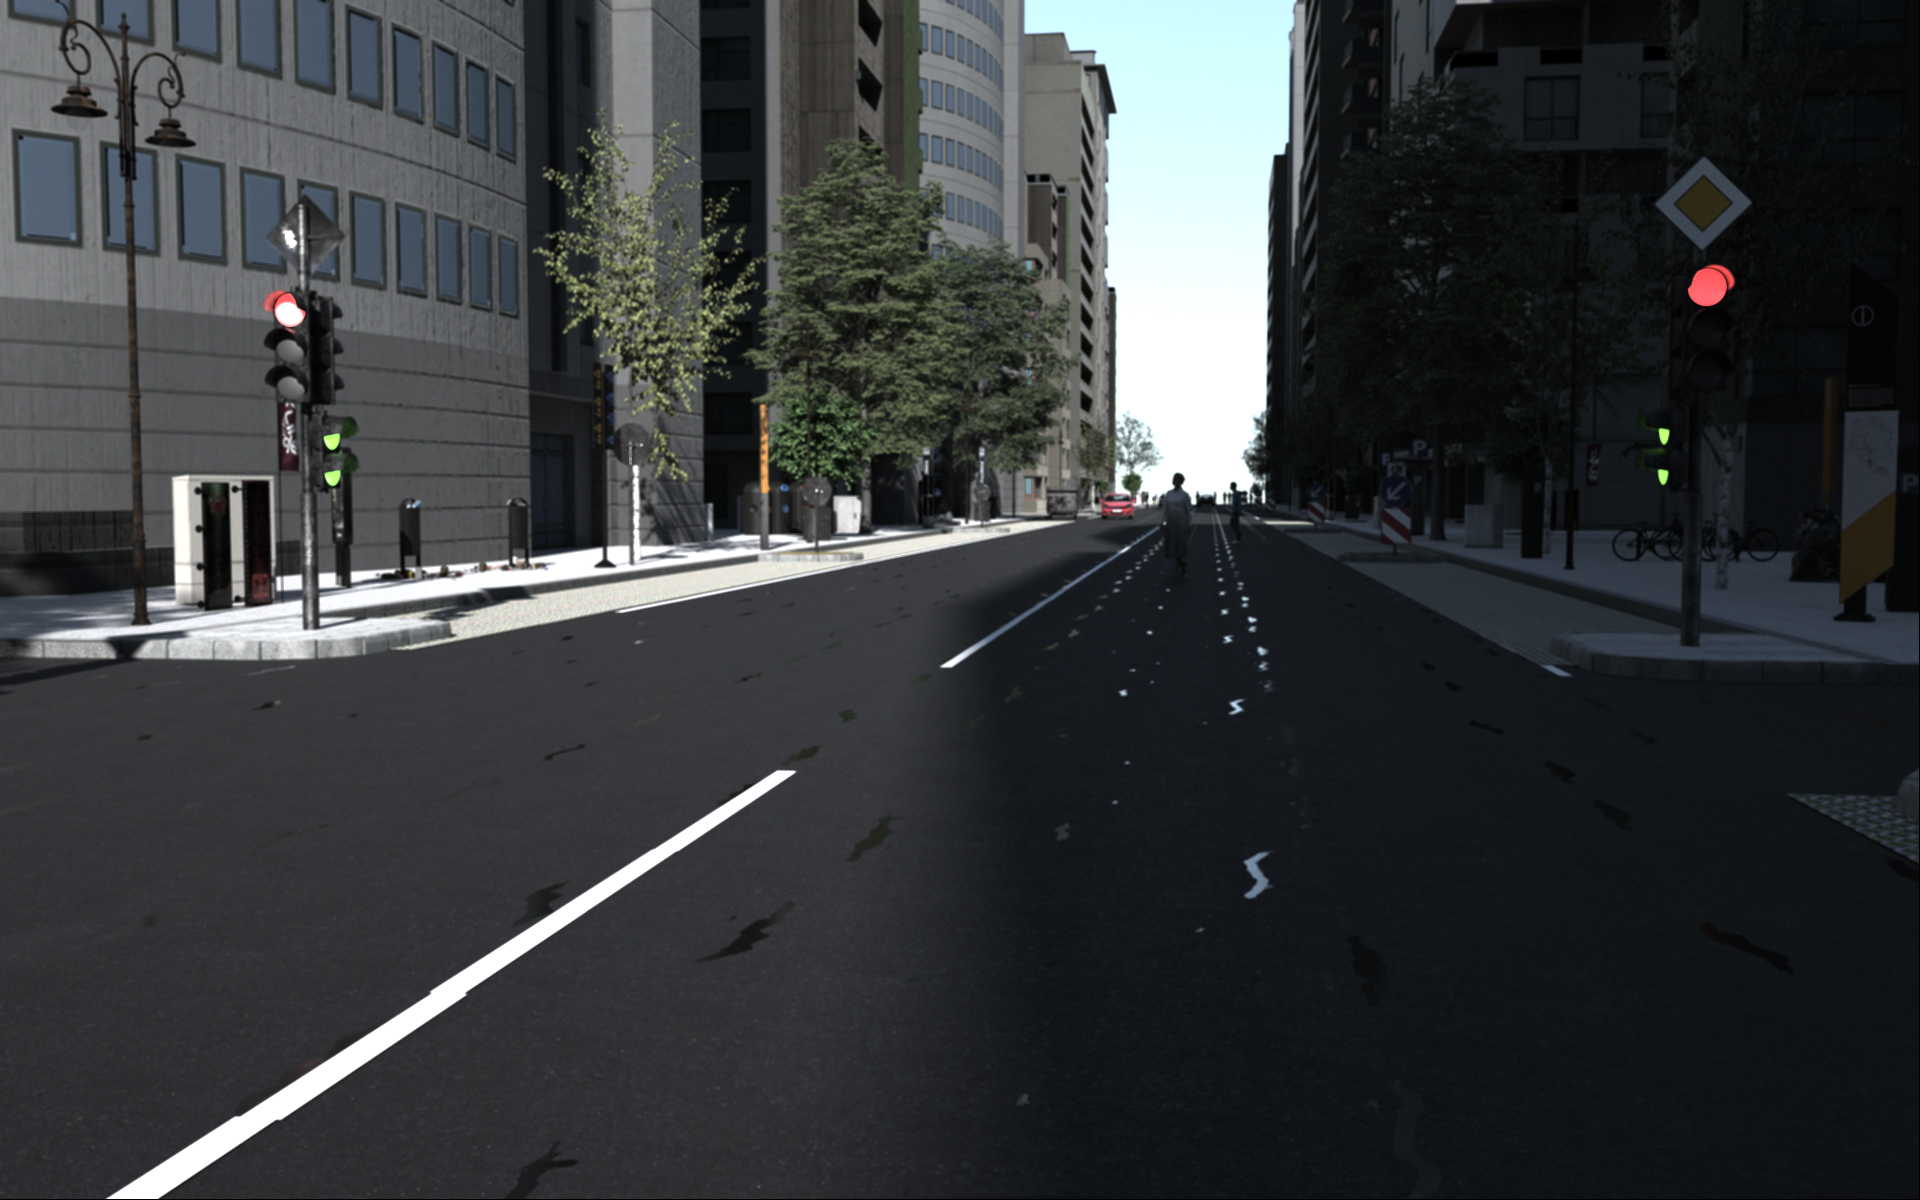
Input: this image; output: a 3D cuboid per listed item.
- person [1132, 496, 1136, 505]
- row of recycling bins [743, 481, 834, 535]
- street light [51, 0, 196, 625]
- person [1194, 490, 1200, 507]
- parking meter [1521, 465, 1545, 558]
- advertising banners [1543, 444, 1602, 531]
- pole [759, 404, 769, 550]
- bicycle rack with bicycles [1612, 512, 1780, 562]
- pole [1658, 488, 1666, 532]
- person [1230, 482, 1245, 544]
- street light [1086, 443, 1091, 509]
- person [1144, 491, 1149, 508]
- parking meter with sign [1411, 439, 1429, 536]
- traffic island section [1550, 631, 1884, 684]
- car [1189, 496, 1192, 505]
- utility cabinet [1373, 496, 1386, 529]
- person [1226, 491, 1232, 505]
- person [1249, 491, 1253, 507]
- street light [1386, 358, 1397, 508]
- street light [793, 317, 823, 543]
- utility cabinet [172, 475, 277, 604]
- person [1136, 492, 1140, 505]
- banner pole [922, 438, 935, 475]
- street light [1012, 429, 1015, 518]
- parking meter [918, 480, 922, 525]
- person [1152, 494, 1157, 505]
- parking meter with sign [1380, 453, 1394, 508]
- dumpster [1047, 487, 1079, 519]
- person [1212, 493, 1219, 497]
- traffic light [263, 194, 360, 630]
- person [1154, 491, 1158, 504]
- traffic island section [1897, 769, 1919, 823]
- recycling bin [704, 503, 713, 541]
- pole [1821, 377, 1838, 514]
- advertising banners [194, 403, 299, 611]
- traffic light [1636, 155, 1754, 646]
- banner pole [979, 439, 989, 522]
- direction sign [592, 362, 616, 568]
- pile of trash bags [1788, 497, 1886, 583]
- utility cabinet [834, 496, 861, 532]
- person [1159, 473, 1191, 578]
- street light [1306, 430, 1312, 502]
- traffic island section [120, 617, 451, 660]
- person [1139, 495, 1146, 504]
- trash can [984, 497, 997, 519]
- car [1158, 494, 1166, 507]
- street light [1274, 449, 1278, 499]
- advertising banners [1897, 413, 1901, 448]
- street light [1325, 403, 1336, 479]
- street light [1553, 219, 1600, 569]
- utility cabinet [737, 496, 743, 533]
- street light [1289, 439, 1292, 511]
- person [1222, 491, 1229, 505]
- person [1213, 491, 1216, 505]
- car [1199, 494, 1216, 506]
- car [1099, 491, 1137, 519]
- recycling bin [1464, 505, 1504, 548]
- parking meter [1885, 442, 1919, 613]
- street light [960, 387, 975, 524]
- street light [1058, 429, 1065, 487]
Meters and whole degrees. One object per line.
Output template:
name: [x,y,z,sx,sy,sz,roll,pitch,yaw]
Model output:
person: [20.474,-11.905,203.818,0.551,1.740,0.621,-3,4,-38]
row of recycling bins: [-5.504,-2.955,55.424,1.069,1.692,3.534,3,5,42]
street light: [-8.032,-2.693,16.812,0.468,5.910,1.993,1,4,8]
person: [25.884,-11.037,188.939,0.705,1.826,1.348,2,4,35]
parking meter: [11.451,-1.768,34.614,0.399,1.863,0.255,-2,4,-29]
advertising banners: [21.236,-3.913,60.170,2.074,3.025,0.090,0,4,1]
pole: [-4.470,-2.793,39.515,0.158,3.312,0.155,0,3,0]
bicycle rack with bicycles: [14.258,-1.232,33.533,2.925,0.926,2.852,2,4,24]
pole: [23.915,-3.982,58.944,0.158,3.312,0.155,0,3,0]
person: [7.997,-2.517,49.992,0.444,1.785,0.601,1,4,9]
street light: [11.093,-10.853,150.236,0.468,5.910,1.993,1,4,8]
person: [19.153,-10.315,177.979,0.721,1.723,1.217,2,4,23]
parking meter with sign: [14.334,-3.547,54.247,0.543,3.016,1.738,1,4,18]
traffic island section: [6.194,0.467,14.647,2.009,0.180,2.903,1,4,8]
car: [29.116,-13.039,224.993,2.131,1.459,4.920,0,4,8]
utility cabinet: [15.360,-3.195,63.408,0.306,1.237,1.020,0,4,4]
person: [36.889,-13.985,237.245,0.705,1.812,1.348,-2,4,-34]
person: [32.023,-11.133,190.528,0.705,1.824,1.348,0,4,-1]
street light: [14.538,-5.237,58.415,0.468,5.910,1.993,1,4,8]
street light: [-3.957,-4.439,45.365,0.468,5.910,1.993,1,4,8]
utility cabinet: [-8.669,-0.719,20.429,0.318,1.500,1.173,2,4,29]
person: [22.554,-12.832,218.976,0.621,1.740,0.551,-1,4,-23]
banner pole: [-1.361,-5.305,76.753,0.863,3.779,0.401,-3,5,-42]
street light: [2.877,-7.327,92.590,0.468,5.910,1.993,1,4,8]
parking meter: [-1.593,-4.094,72.646,0.255,1.863,0.399,-1,4,-15]
person: [25.631,-13.221,227.901,0.697,1.427,0.421,1,4,16]
parking meter with sign: [17.803,-4.662,72.490,0.543,3.016,1.738,1,4,18]
dumpster: [5.852,-5.538,98.767,1.865,1.857,1.264,0,4,8]
person: [36.219,-14.474,245.824,1.217,1.739,0.721,1,4,20]
traffic light: [-6.130,-1.674,16.291,0.839,4.253,0.868,1,4,8]
person: [28.133,-14.680,248.390,0.709,1.838,0.599,2,4,28]
traffic island section: [5.053,0.950,6.744,2.009,0.180,2.903,1,4,8]
recycling bin: [-7.249,-2.139,47.522,0.722,1.027,0.722,-3,4,-38]
pole: [15.233,-2.234,30.362,0.158,3.312,0.155,0,3,0]
advertising banners: [-8.065,-1.443,19.784,0.090,3.025,2.074,1,4,11]
traffic light: [6.156,-1.567,14.539,0.839,4.253,0.868,1,4,8]
banner pole: [1.097,-5.430,78.795,0.401,3.779,0.863,-3,4,-37]
direction sign: [-6.208,-2.336,30.192,0.379,3.537,0.876,1,4,11]
pile of trash bags: [13.747,-1.011,26.282,1.912,1.369,3.447,2,4,33]
utility cabinet: [-3.765,-2.885,58.330,1.020,1.237,0.306,-3,4,-38]
person: [3.738,-1.282,29.690,0.478,1.798,0.641,3,5,42]
street light: [21.410,-8.142,105.911,0.468,5.910,1.993,1,4,8]
traffic island section: [-6.168,0.358,16.431,2.009,0.180,2.903,1,4,8]
person: [23.961,-13.323,226.428,1.348,1.812,0.705,2,4,35]
trash can: [1.560,-4.750,89.323,0.748,1.137,0.748,0,3,0]
car: [23.501,-11.449,196.983,2.009,1.686,4.222,1,4,10]
street light: [29.815,-11.698,164.052,0.468,5.910,1.993,1,4,8]
advertising banners: [20.120,-2.493,36.941,0.090,3.025,2.074,1,4,18]
street light: [18.727,-7.030,87.727,0.468,5.910,1.993,1,4,8]
street light: [10.402,-3.462,29.386,0.468,5.910,1.993,1,4,8]
utility cabinet: [-6.907,-2.858,57.894,1.020,1.237,0.306,-2,4,-25]
street light: [25.729,-9.925,135.068,0.468,5.910,1.993,1,4,8]
person: [34.056,-13.114,222.924,1.348,1.822,0.705,3,4,37]
person: [32.934,-13.174,223.862,0.705,1.831,1.348,0,4,0]
car: [29.772,-12.067,209.098,2.131,1.459,4.920,1,4,10]
car: [9.072,-5.534,99.524,2.155,1.783,4.494,0,4,6]
recycling bin: [12.509,-1.761,41.346,0.722,1.027,0.722,3,4,36]
parking meter: [10.288,-0.804,18.851,0.399,1.863,0.255,1,4,20]
street light: [0.295,-6.218,74.446,0.468,5.910,1.993,1,4,8]
street light: [7.053,-9.081,121.263,0.468,5.910,1.993,1,4,8]
